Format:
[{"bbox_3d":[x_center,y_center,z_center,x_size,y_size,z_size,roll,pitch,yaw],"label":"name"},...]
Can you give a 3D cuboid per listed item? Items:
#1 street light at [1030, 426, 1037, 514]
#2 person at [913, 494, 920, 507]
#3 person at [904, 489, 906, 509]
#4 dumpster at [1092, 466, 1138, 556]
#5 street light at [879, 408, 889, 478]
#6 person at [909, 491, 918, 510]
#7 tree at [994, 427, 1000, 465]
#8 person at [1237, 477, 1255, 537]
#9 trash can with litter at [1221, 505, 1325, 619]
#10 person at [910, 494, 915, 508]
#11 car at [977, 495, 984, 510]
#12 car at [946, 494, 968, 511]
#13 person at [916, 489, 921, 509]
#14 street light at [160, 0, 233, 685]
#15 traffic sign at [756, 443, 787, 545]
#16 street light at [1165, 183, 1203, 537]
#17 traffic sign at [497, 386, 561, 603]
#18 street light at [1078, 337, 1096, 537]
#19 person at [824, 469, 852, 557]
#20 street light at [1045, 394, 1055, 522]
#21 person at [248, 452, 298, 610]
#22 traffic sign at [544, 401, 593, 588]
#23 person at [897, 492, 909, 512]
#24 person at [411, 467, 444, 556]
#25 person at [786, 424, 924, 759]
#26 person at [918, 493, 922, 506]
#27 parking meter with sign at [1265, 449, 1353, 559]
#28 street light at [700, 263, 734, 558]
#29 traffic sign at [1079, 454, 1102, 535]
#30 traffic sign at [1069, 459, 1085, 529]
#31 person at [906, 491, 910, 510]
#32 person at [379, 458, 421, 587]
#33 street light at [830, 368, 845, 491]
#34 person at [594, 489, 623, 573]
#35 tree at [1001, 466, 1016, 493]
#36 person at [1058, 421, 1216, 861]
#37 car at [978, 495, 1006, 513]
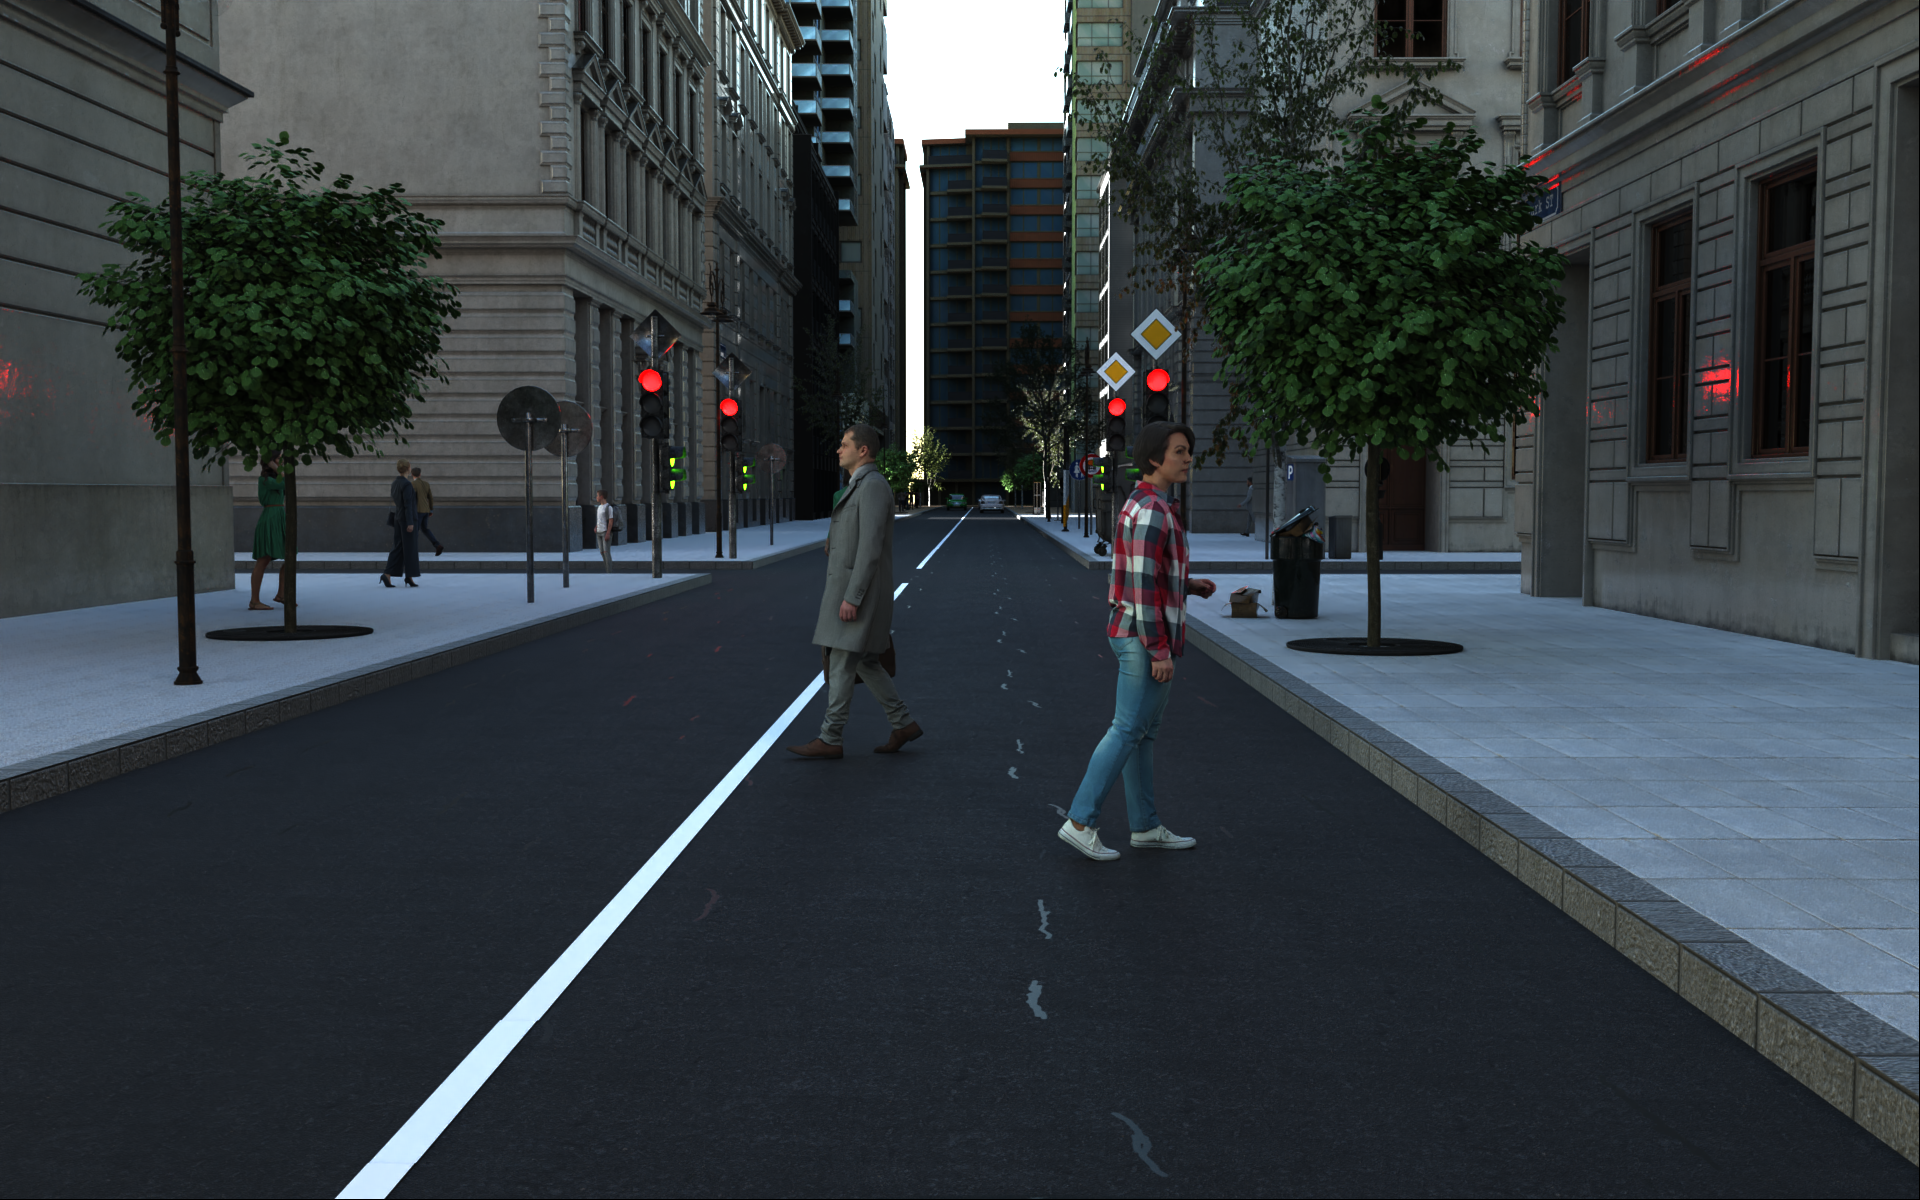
[{"bbox_3d":[4.648,-8.335,109.061,0.468,5.910,1.993,0,4,1],"label":"street light"},{"bbox_3d":[-4.448,-10.279,174.039,1.348,1.831,0.705,-3,5,-44],"label":"person"},{"bbox_3d":[-4.666,-8.714,148.509,0.705,1.826,1.348,0,4,0],"label":"person"},{"bbox_3d":[3.456,-1.868,36.306,1.264,1.857,1.865,0,4,1],"label":"dumpster"},{"bbox_3d":[-4.046,-7.335,92.716,0.468,5.910,1.993,0,4,1],"label":"street light"},{"bbox_3d":[-4.002,-8.310,142.428,1.217,1.766,0.721,-1,4,-12],"label":"person"},{"bbox_3d":[5.186,-12.168,149.312,4.360,8.622,3.978,0,3,0],"label":"tree"},{"bbox_3d":[8.794,-2.797,52.048,0.850,1.792,0.678,2,4,30],"label":"person"},{"bbox_3d":[3.239,-0.399,17.913,1.055,1.170,0.624,1,4,12],"label":"trash can with litter"},{"bbox_3d":[-4.513,-9.567,163.252,1.217,1.735,0.721,3,5,40],"label":"person"},{"bbox_3d":[2.679,-9.141,161.822,2.083,1.381,4.827,0,4,-1],"label":"car"},{"bbox_3d":[-0.282,-8.751,151.869,1.959,1.807,4.718,0,4,0],"label":"car"},{"bbox_3d":[-3.707,-8.995,153.789,0.721,1.739,1.217,-1,4,-19],"label":"person"},{"bbox_3d":[-5.215,-2.369,11.526,0.468,5.910,1.993,0,4,1],"label":"street light"},{"bbox_3d":[-4.729,-2.650,43.440,0.768,2.556,0.104,0,4,5],"label":"traffic sign"},{"bbox_3d":[3.356,-3.250,25.927,0.468,5.910,1.993,0,4,1],"label":"street light"},{"bbox_3d":[-5.073,-1.241,20.393,0.768,2.556,0.104,0,4,2],"label":"traffic sign"},{"bbox_3d":[3.741,-4.791,51.122,0.468,5.910,1.993,0,4,1],"label":"street light"},{"bbox_3d":[-1.153,-0.616,18.820,0.600,1.795,0.529,-1,4,-18],"label":"person"},{"bbox_3d":[4.121,-6.563,80.093,0.468,5.910,1.993,0,4,1],"label":"street light"},{"bbox_3d":[-7.656,-0.794,19.269,0.529,1.795,0.600,-1,4,-22],"label":"person"},{"bbox_3d":[-5.412,-1.444,23.718,0.768,2.556,0.104,0,4,1],"label":"traffic sign"},{"bbox_3d":[-4.167,-7.376,127.176,0.617,1.759,0.750,3,4,37],"label":"person"},{"bbox_3d":[-11.107,-1.824,35.769,0.836,1.842,0.656,-1,4,-10],"label":"person"},{"bbox_3d":[-0.573,-0.052,9.458,0.767,1.812,0.694,0,4,-6],"label":"person"},{"bbox_3d":[-4.312,-10.955,186.069,0.530,1.710,0.541,0,4,2],"label":"person"},{"bbox_3d":[6.839,-2.314,34.097,1.738,3.016,0.543,-1,4,-11],"label":"parking meter with sign"},{"bbox_3d":[-4.857,-3.791,34.775,0.468,5.910,1.993,0,4,1],"label":"street light"},{"bbox_3d":[4.137,-3.329,54.539,0.768,2.556,0.104,0,4,2],"label":"traffic sign"},{"bbox_3d":[4.403,-3.902,63.908,0.768,2.556,0.104,0,4,7],"label":"traffic sign"},{"bbox_3d":[-4.179,-7.984,136.589,0.705,1.822,1.348,1,4,9],"label":"person"},{"bbox_3d":[-7.669,-1.062,23.828,0.576,1.772,0.534,1,4,23],"label":"person"},{"bbox_3d":[-4.480,-5.563,63.746,0.468,5.910,1.993,0,4,1],"label":"street light"},{"bbox_3d":[-5.966,-1.109,29.225,0.503,1.515,0.523,1,4,21],"label":"person"},{"bbox_3d":[5.314,-8.346,120.175,4.285,4.588,4.351,0,3,0],"label":"tree"},{"bbox_3d":[0.711,0.148,6.918,0.643,1.720,0.563,0,4,2],"label":"person"},{"bbox_3d":[2.432,-7.268,131.196,2.083,1.381,4.827,0,4,1],"label":"car"}]
